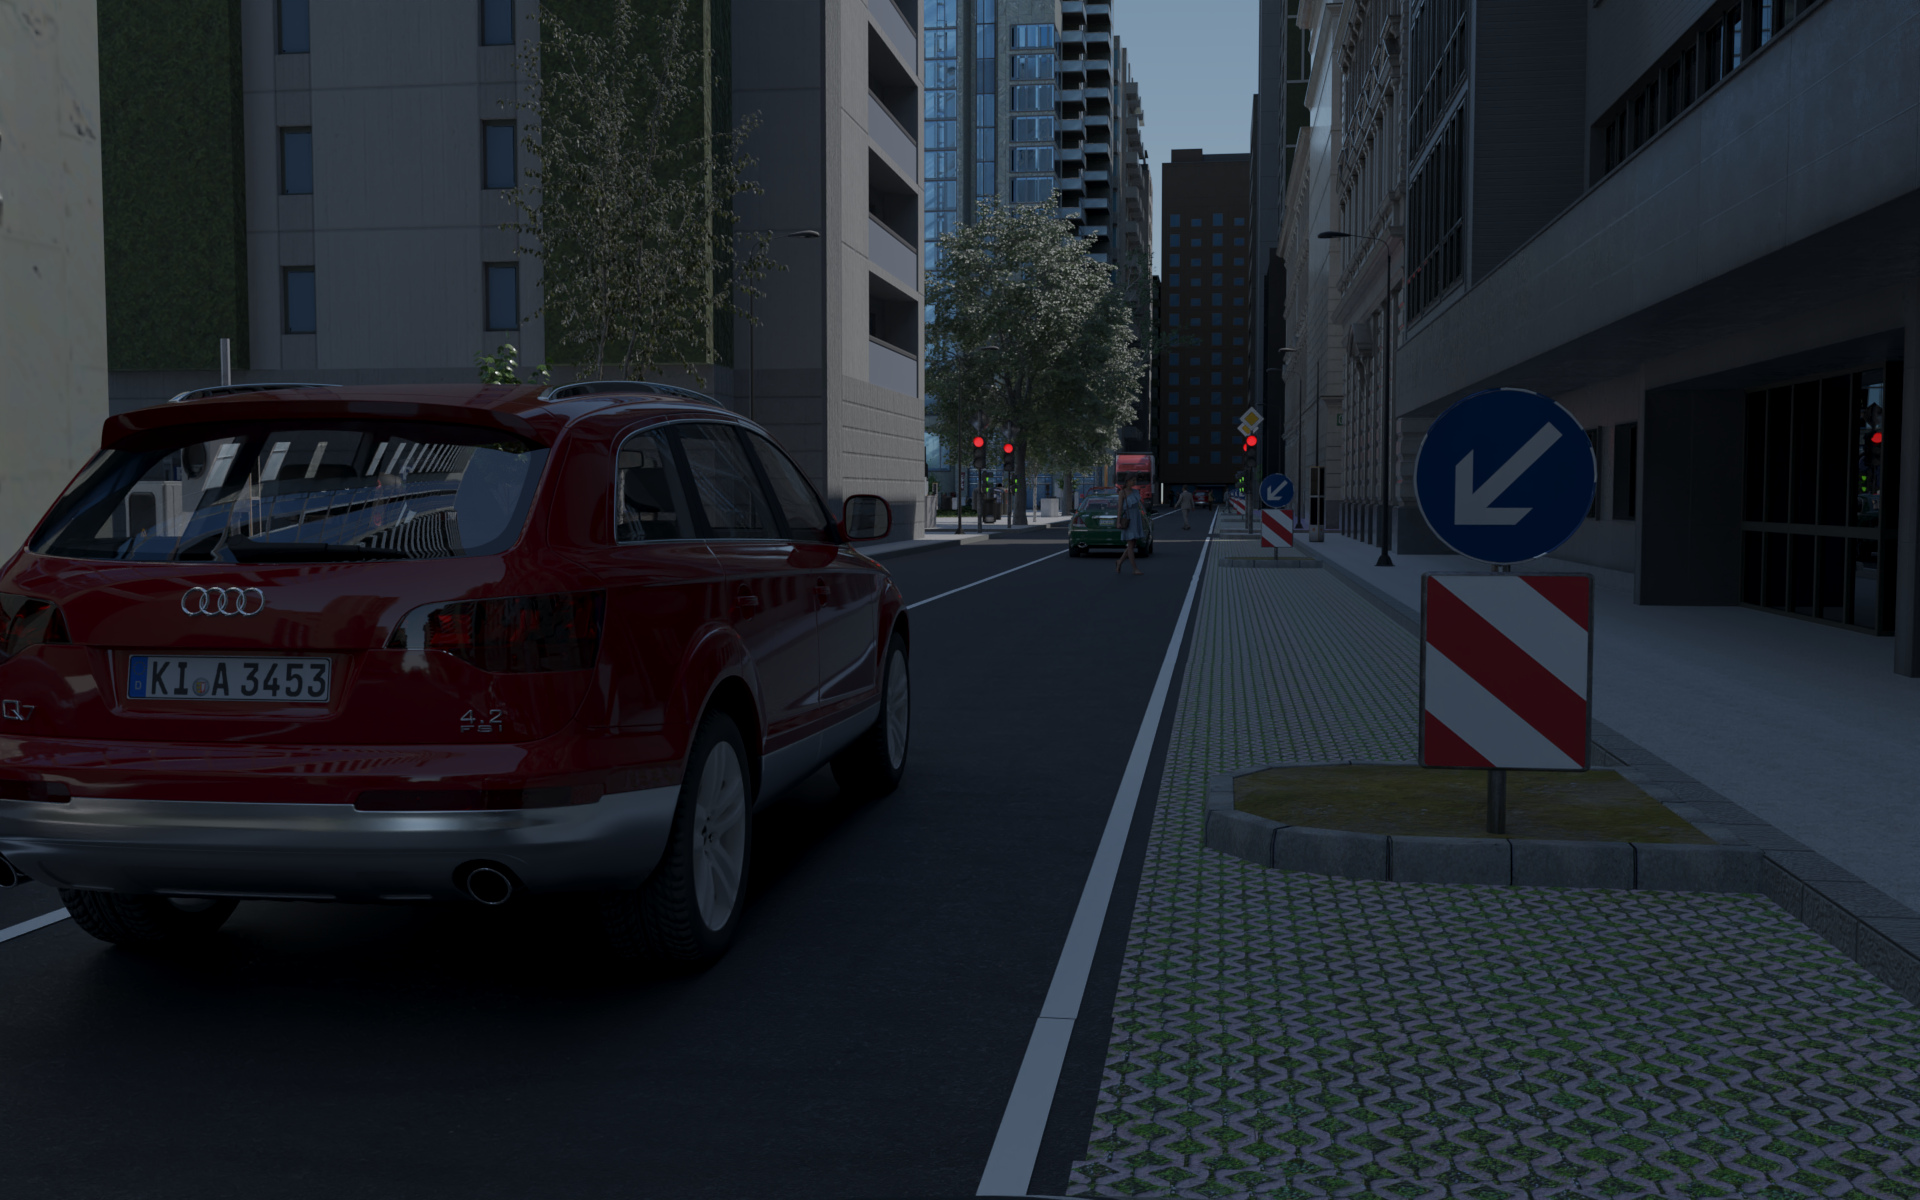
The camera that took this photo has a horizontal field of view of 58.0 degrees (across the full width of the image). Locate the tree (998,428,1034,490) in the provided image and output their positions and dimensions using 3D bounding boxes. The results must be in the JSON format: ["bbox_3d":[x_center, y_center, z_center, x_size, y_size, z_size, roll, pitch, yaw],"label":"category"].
[{"bbox_3d":[4.503,-10.294,118.671,4.360,8.622,3.978,0,3,0],"label":"tree"}]

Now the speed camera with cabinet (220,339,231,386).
[{"bbox_3d":[-10.020,-1.716,22.395,2.038,3.252,0.660,3,4,36],"label":"speed camera with cabinet"}]

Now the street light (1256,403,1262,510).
[{"bbox_3d":[15.816,-7.098,88.597,1.470,5.913,1.316,1,4,9],"label":"street light"}]

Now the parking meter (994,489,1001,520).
[{"bbox_3d":[1.860,-4.733,85.795,0.372,1.533,0.369,0,3,0],"label":"parking meter"}]

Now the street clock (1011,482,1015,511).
[{"bbox_3d":[2.734,-4.970,85.834,0.471,2.002,0.358,0,4,2],"label":"street clock"}]

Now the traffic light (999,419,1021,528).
[{"bbox_3d":[1.863,-4.642,64.817,0.839,4.253,0.868,1,4,9],"label":"traffic light"}]

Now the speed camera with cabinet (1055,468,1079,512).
[{"bbox_3d":[7.572,-7.868,122.983,0.660,3.252,2.038,3,5,43],"label":"speed camera with cabinet"}]

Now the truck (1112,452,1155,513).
[{"bbox_3d":[11.922,-7.884,117.818,2.839,4.237,11.283,0,4,7],"label":"truck"}]

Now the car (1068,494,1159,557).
[{"bbox_3d":[3.588,-1.770,40.732,2.131,1.459,4.920,1,4,8],"label":"car"}]

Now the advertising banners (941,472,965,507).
[{"bbox_3d":[-0.572,-8.659,137.764,2.074,3.025,0.090,-1,4,-13],"label":"advertising banners"}]

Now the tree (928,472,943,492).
[{"bbox_3d":[-2.363,-8.879,139.774,1.663,3.219,1.824,0,3,0],"label":"tree"}]

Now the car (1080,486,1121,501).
[{"bbox_3d":[7.207,-4.779,86.806,2.281,1.827,5.304,1,4,10],"label":"car"}]

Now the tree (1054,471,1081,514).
[{"bbox_3d":[6.989,-7.121,111.027,1.663,3.219,1.824,0,3,0],"label":"tree"}]

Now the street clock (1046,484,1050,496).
[{"bbox_3d":[6.149,-7.136,121.236,0.358,2.002,0.471,1,4,9],"label":"street clock"}]

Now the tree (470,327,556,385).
[{"bbox_3d":[-5.333,-1.567,20.222,1.663,3.219,1.824,0,3,0],"label":"tree"}]

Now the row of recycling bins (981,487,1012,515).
[{"bbox_3d":[2.373,-6.012,105.414,1.069,1.692,3.534,1,4,16],"label":"row of recycling bins"}]

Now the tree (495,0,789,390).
[{"bbox_3d":[-4.848,-4.576,25.183,4.360,8.622,3.978,0,3,0],"label":"tree"}]

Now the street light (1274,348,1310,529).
[{"bbox_3d":[10.853,-5.061,55.287,1.470,5.913,1.316,1,4,9],"label":"street light"}]

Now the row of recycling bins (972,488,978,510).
[{"bbox_3d":[1.511,-6.226,108.913,1.069,1.692,3.534,1,4,13],"label":"row of recycling bins"}]

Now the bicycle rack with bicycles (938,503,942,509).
[{"bbox_3d":[-2.302,-6.817,124.837,2.925,0.926,2.852,1,4,11],"label":"bicycle rack with bicycles"}]

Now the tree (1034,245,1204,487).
[{"bbox_3d":[11.639,-16.836,131.161,12.611,20.169,13.585,0,3,0],"label":"tree"}]

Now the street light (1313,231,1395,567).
[{"bbox_3d":[7.013,-3.557,30.698,1.470,5.913,1.316,1,4,9],"label":"street light"}]

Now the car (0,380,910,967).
[{"bbox_3d":[-1.510,0.108,6.900,2.281,1.827,5.304,0,4,8],"label":"car"}]

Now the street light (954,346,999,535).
[{"bbox_3d":[0.528,-5.025,54.697,1.470,5.913,1.316,1,4,9],"label":"street light"}]

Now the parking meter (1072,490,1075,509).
[{"bbox_3d":[6.629,-5.783,102.960,0.372,1.533,0.369,0,3,0],"label":"parking meter"}]

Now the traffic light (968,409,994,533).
[{"bbox_3d":[0.669,-4.159,56.922,0.839,4.253,0.868,1,4,9],"label":"traffic light"}]

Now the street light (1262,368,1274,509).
[{"bbox_3d":[12.032,-5.600,64.104,1.470,5.913,1.316,1,4,9],"label":"street light"}]

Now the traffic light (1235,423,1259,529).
[{"bbox_3d":[10.529,-4.563,63.527,0.839,4.253,0.868,1,4,9],"label":"traffic light"}]

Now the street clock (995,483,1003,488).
[{"bbox_3d":[2.567,-6.689,113.933,0.471,2.002,0.358,-3,5,-41],"label":"street clock"}]

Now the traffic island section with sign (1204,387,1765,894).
[{"bbox_3d":[2.038,0.085,7.241,1.989,1.847,2.006,1,4,9],"label":"traffic island section with sign"}]

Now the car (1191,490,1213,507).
[{"bbox_3d":[23.587,-9.823,169.280,2.281,1.827,5.304,1,4,8],"label":"car"}]

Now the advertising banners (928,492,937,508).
[{"bbox_3d":[-2.315,-6.316,99.450,2.074,3.025,0.090,1,4,22],"label":"advertising banners"}]

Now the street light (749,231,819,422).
[{"bbox_3d":[-3.174,-3.563,30.793,1.470,5.913,1.316,1,4,9],"label":"street light"}]

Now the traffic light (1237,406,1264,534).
[{"bbox_3d":[9.334,-4.080,55.631,0.839,4.253,0.868,1,4,9],"label":"traffic light"}]

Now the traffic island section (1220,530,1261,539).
[{"bbox_3d":[9.372,-2.046,55.739,2.009,0.180,2.903,1,4,9],"label":"traffic island section"}]

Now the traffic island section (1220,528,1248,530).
[{"bbox_3d":[10.567,-2.529,63.635,2.009,0.180,2.903,1,4,9],"label":"traffic island section"}]

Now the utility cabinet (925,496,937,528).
[{"bbox_3d":[-1.202,-3.320,65.445,0.306,1.237,1.020,1,4,20],"label":"utility cabinet"}]

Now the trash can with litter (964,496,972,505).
[{"bbox_3d":[0.870,-7.525,134.414,1.055,1.170,0.624,-1,4,-17],"label":"trash can with litter"}]

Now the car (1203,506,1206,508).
[{"bbox_3d":[24.553,-10.433,179.380,1.959,1.807,4.718,1,4,10],"label":"car"}]
